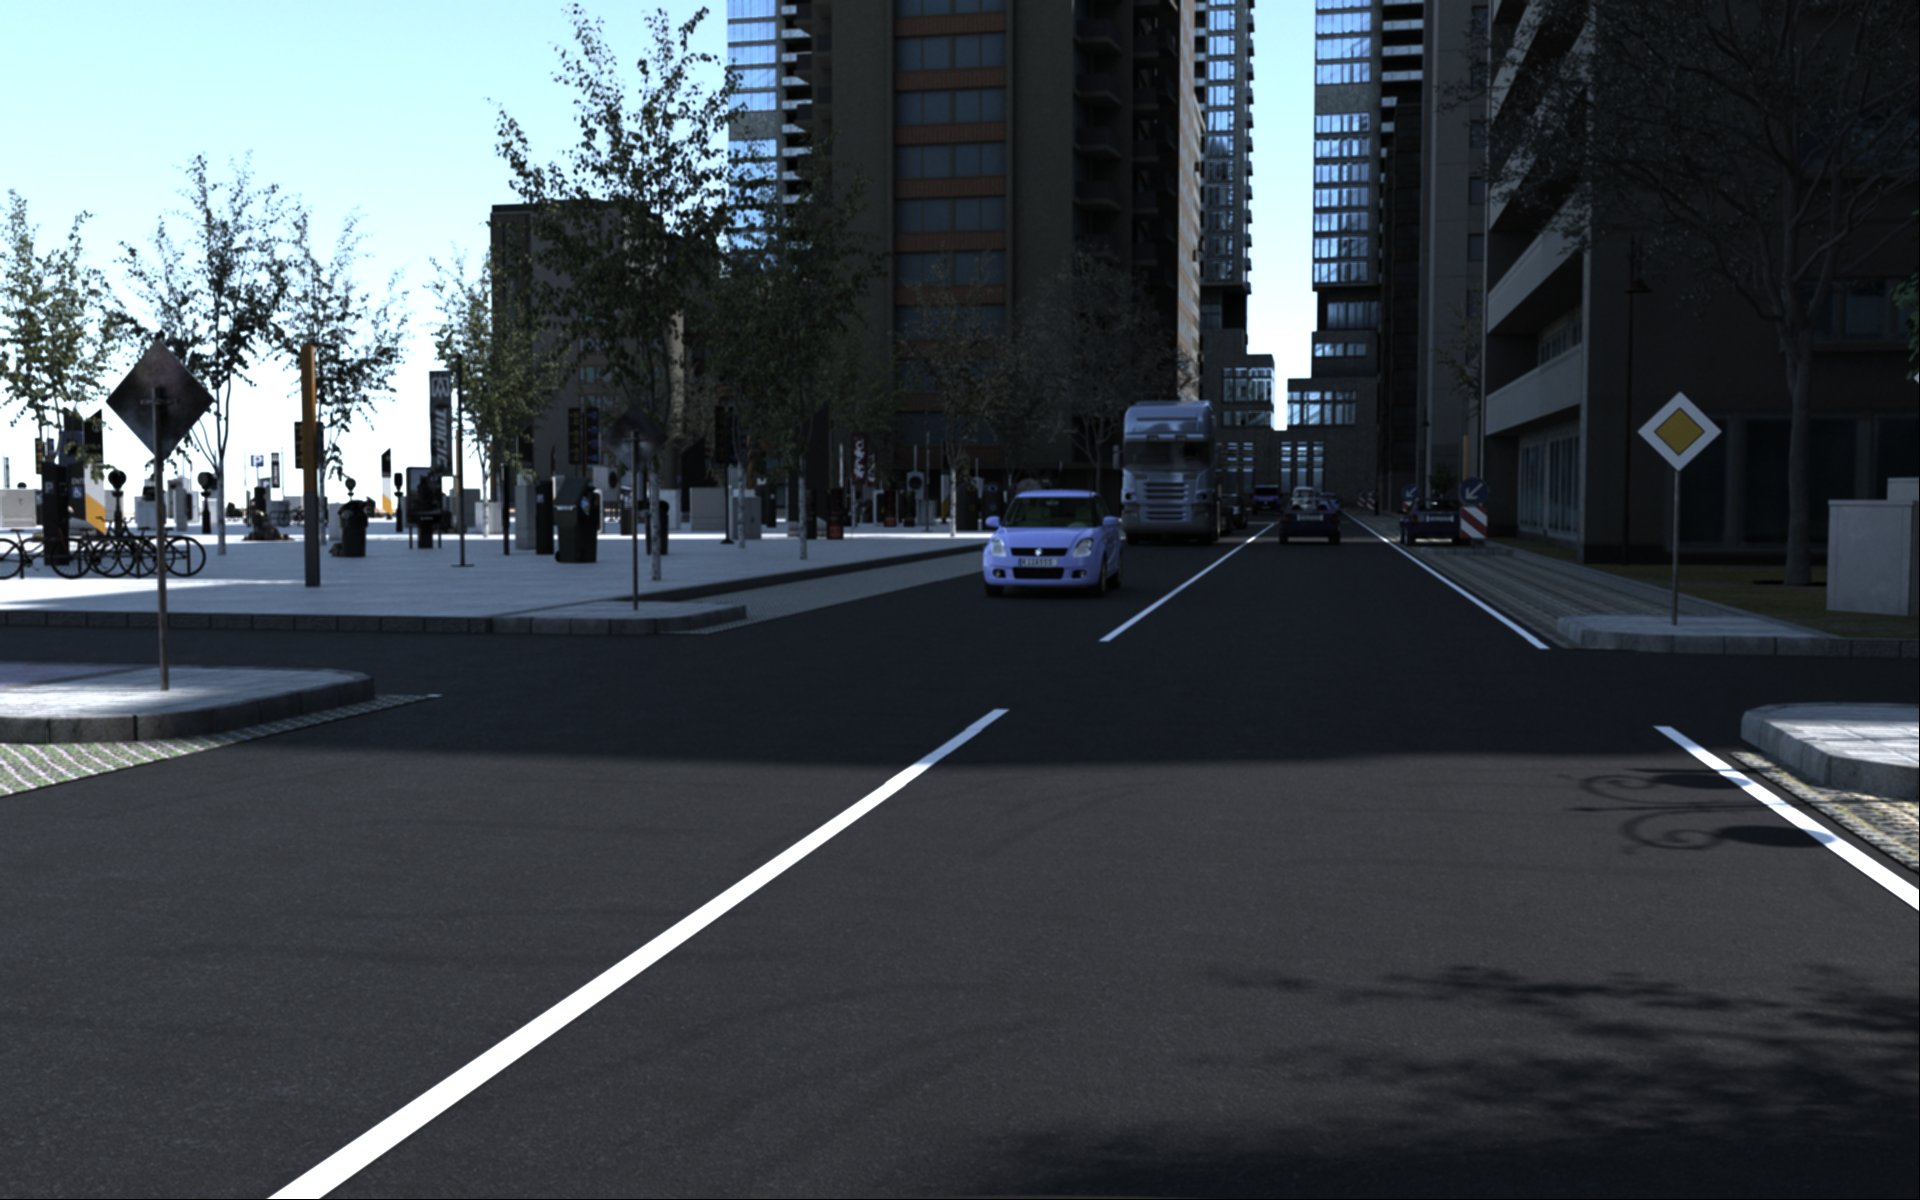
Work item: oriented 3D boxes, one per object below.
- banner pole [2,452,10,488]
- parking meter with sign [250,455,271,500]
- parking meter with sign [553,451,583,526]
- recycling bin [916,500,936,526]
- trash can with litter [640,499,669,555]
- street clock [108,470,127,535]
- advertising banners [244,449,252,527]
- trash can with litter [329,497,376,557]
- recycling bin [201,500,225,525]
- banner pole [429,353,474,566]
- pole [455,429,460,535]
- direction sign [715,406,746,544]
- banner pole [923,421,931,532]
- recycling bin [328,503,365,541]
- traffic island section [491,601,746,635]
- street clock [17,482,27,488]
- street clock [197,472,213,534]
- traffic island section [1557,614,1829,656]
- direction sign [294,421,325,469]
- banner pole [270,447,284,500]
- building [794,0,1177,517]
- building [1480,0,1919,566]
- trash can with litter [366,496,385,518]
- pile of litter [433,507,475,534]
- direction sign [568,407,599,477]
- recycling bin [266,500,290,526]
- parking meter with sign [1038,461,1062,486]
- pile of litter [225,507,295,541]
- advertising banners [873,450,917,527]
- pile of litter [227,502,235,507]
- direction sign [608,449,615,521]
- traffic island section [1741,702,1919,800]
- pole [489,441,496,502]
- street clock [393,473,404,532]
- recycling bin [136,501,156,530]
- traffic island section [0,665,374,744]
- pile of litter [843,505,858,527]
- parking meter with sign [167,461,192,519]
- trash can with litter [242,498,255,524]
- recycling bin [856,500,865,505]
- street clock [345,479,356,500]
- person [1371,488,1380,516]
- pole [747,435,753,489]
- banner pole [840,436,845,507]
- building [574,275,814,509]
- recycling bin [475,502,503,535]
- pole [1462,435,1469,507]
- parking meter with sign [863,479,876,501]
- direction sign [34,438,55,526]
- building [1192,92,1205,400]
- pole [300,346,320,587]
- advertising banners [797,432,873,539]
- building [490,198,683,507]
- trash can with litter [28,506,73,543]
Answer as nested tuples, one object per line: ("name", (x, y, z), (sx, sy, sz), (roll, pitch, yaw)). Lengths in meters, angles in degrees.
("banner pole", (-56.490, -6.884, 102.576), (0.863, 3.779, 0.401), (2, 4, 31))
("parking meter with sign", (-30.539, -4.873, 75.942), (0.543, 3.016, 1.738), (-3, 4, -38))
("parking meter with sign", (-16.078, -4.538, 70.451), (1.738, 3.016, 0.543), (3, 5, 42))
("recycling bin", (-1.383, -3.571, 70.939), (0.722, 1.027, 0.722), (1, 4, 9))
("trash can with litter", (-6.496, -1.553, 36.785), (0.624, 1.170, 1.055), (-1, 4, -12))
("street clock", (-25.521, -2.931, 52.491), (0.358, 2.002, 0.471), (3, 4, 37))
("advertising banners", (-27.768, -4.361, 67.488), (0.090, 3.025, 2.074), (-1, 4, -17))
("trash can with litter", (-12.555, -1.467, 35.372), (1.055, 1.170, 0.624), (3, 5, 41))
("recycling bin", (-31.250, -3.665, 72.484), (0.722, 1.027, 0.722), (3, 5, 44))
("banner pole", (-9.087, -2.496, 30.829), (0.863, 3.779, 0.401), (1, 4, 18))
("pole", (-15.774, -3.712, 54.540), (0.158, 3.312, 0.155), (0, 3, 0))
("direction sign", (-6.020, -3.224, 44.706), (0.379, 3.537, 0.876), (2, 4, 32))
("banner pole", (-1.099, -4.228, 59.140), (0.401, 3.779, 0.863), (0, 4, -6))
("recycling bin", (-17.040, -2.176, 48.135), (0.722, 1.027, 0.722), (2, 4, 27))
("traffic island section", (-3.607, 0.192, 19.146), (2.009, 0.180, 2.903), (1, 4, 12))
("street clock", (-56.660, -6.122, 104.658), (0.471, 2.002, 0.358), (0, 4, -6))
("street clock", (-24.419, -3.150, 56.080), (0.471, 2.002, 0.358), (2, 4, 25))
("traffic island section", (7.011, 0.325, 16.959), (2.009, 0.180, 2.903), (1, 4, 12))
("direction sign", (-20.301, -3.799, 54.109), (0.876, 3.537, 0.379), (-2, 4, -29))
("banner pole", (-36.055, -6.217, 91.667), (0.401, 3.779, 0.863), (3, 5, 44))
("building", (1.876, -27.779, 108.805), (22.147, 44.769, 28.867), (1, 4, 12))
("building", (24.002, -25.367, 38.447), (21.300, 48.544, 21.600), (1, 4, 12))
("trash can with litter", (-31.441, -4.995, 93.059), (1.055, 1.170, 0.624), (0, 4, 2))
("pile of litter", (-16.638, -2.607, 56.583), (1.719, 0.858, 1.176), (-3, 4, -37))
("direction sign", (-9.869, -3.270, 45.465), (0.876, 3.537, 0.379), (1, 4, 18))
("recycling bin", (-27.311, -3.467, 69.241), (0.722, 1.027, 0.722), (1, 4, 23))
("parking meter with sign", (4.466, -5.803, 91.135), (1.738, 3.016, 0.543), (1, 4, 21))
("pile of litter", (-19.135, -2.061, 47.659), (1.719, 0.858, 1.176), (2, 4, 26))
("advertising banners", (-2.699, -4.360, 67.471), (2.074, 3.025, 0.090), (0, 4, -2))
("pile of litter", (-40.221, -4.964, 95.131), (1.719, 0.858, 1.176), (-3, 5, -42))
("direction sign", (-16.410, -5.472, 81.468), (0.379, 3.537, 0.876), (0, 4, -1))
("traffic island section", (5.398, 0.804, 9.138), (2.009, 0.180, 2.903), (1, 4, 12))
("pole", (-18.075, -4.473, 66.973), (0.158, 3.312, 0.155), (0, 3, 0))
("street clock", (-18.937, -3.295, 58.448), (0.358, 2.002, 0.471), (-1, 4, -9))
("recycling bin", (-28.720, -2.990, 61.446), (0.722, 1.027, 0.722), (0, 4, -7))
("traffic island section", (-5.220, 0.670, 11.325), (2.009, 0.180, 2.903), (1, 4, 12))
("pile of litter", (-4.776, -3.332, 68.442), (1.719, 0.858, 1.176), (-2, 4, -23))
("parking meter with sign", (-41.006, -5.757, 90.380), (1.738, 3.016, 0.543), (-2, 4, -30))
("trash can with litter", (-30.566, -3.872, 74.696), (1.055, 1.170, 0.624), (2, 4, 31))
("recycling bin", (-4.841, -4.157, 80.515), (0.722, 1.027, 0.722), (1, 4, 9))
("street clock", (-28.074, -4.603, 79.826), (0.471, 2.002, 0.358), (1, 4, 20))
("person", (27.516, -6.483, 114.515), (0.705, 1.823, 1.348), (0, 4, -8))
("pole", (-7.310, -4.067, 60.333), (0.158, 3.312, 0.155), (0, 3, 0))
("banner pole", (-5.071, -5.177, 74.668), (0.401, 3.779, 0.863), (-1, 4, -19))
("building", (-16.703, -19.396, 162.165), (28.899, 21.520, 27.650), (1, 4, 12))
("recycling bin", (-14.925, -2.596, 55.005), (0.722, 1.027, 0.722), (-3, 4, -37))
("pole", (17.466, -4.036, 59.840), (0.158, 3.312, 0.155), (0, 3, 0))
("parking meter with sign", (-4.705, -5.766, 90.535), (1.738, 3.016, 0.543), (0, 4, 0))
("direction sign", (-36.836, -4.758, 69.786), (0.379, 3.537, 0.876), (2, 4, 24))
("building", (9.204, -28.247, 153.724), (23.993, 40.220, 32.217), (1, 4, 12))
("pole", (-8.976, -1.840, 23.924), (0.158, 3.312, 0.155), (0, 3, 0))
("advertising banners", (-3.564, -3.224, 48.894), (2.074, 3.025, 0.090), (0, 4, 6))
("building", (-37.312, -24.563, 173.312), (14.107, 30.474, 14.160), (1, 4, 12))
("trash can with litter", (-24.149, -2.114, 45.948), (1.055, 1.170, 0.624), (-3, 5, -41))
